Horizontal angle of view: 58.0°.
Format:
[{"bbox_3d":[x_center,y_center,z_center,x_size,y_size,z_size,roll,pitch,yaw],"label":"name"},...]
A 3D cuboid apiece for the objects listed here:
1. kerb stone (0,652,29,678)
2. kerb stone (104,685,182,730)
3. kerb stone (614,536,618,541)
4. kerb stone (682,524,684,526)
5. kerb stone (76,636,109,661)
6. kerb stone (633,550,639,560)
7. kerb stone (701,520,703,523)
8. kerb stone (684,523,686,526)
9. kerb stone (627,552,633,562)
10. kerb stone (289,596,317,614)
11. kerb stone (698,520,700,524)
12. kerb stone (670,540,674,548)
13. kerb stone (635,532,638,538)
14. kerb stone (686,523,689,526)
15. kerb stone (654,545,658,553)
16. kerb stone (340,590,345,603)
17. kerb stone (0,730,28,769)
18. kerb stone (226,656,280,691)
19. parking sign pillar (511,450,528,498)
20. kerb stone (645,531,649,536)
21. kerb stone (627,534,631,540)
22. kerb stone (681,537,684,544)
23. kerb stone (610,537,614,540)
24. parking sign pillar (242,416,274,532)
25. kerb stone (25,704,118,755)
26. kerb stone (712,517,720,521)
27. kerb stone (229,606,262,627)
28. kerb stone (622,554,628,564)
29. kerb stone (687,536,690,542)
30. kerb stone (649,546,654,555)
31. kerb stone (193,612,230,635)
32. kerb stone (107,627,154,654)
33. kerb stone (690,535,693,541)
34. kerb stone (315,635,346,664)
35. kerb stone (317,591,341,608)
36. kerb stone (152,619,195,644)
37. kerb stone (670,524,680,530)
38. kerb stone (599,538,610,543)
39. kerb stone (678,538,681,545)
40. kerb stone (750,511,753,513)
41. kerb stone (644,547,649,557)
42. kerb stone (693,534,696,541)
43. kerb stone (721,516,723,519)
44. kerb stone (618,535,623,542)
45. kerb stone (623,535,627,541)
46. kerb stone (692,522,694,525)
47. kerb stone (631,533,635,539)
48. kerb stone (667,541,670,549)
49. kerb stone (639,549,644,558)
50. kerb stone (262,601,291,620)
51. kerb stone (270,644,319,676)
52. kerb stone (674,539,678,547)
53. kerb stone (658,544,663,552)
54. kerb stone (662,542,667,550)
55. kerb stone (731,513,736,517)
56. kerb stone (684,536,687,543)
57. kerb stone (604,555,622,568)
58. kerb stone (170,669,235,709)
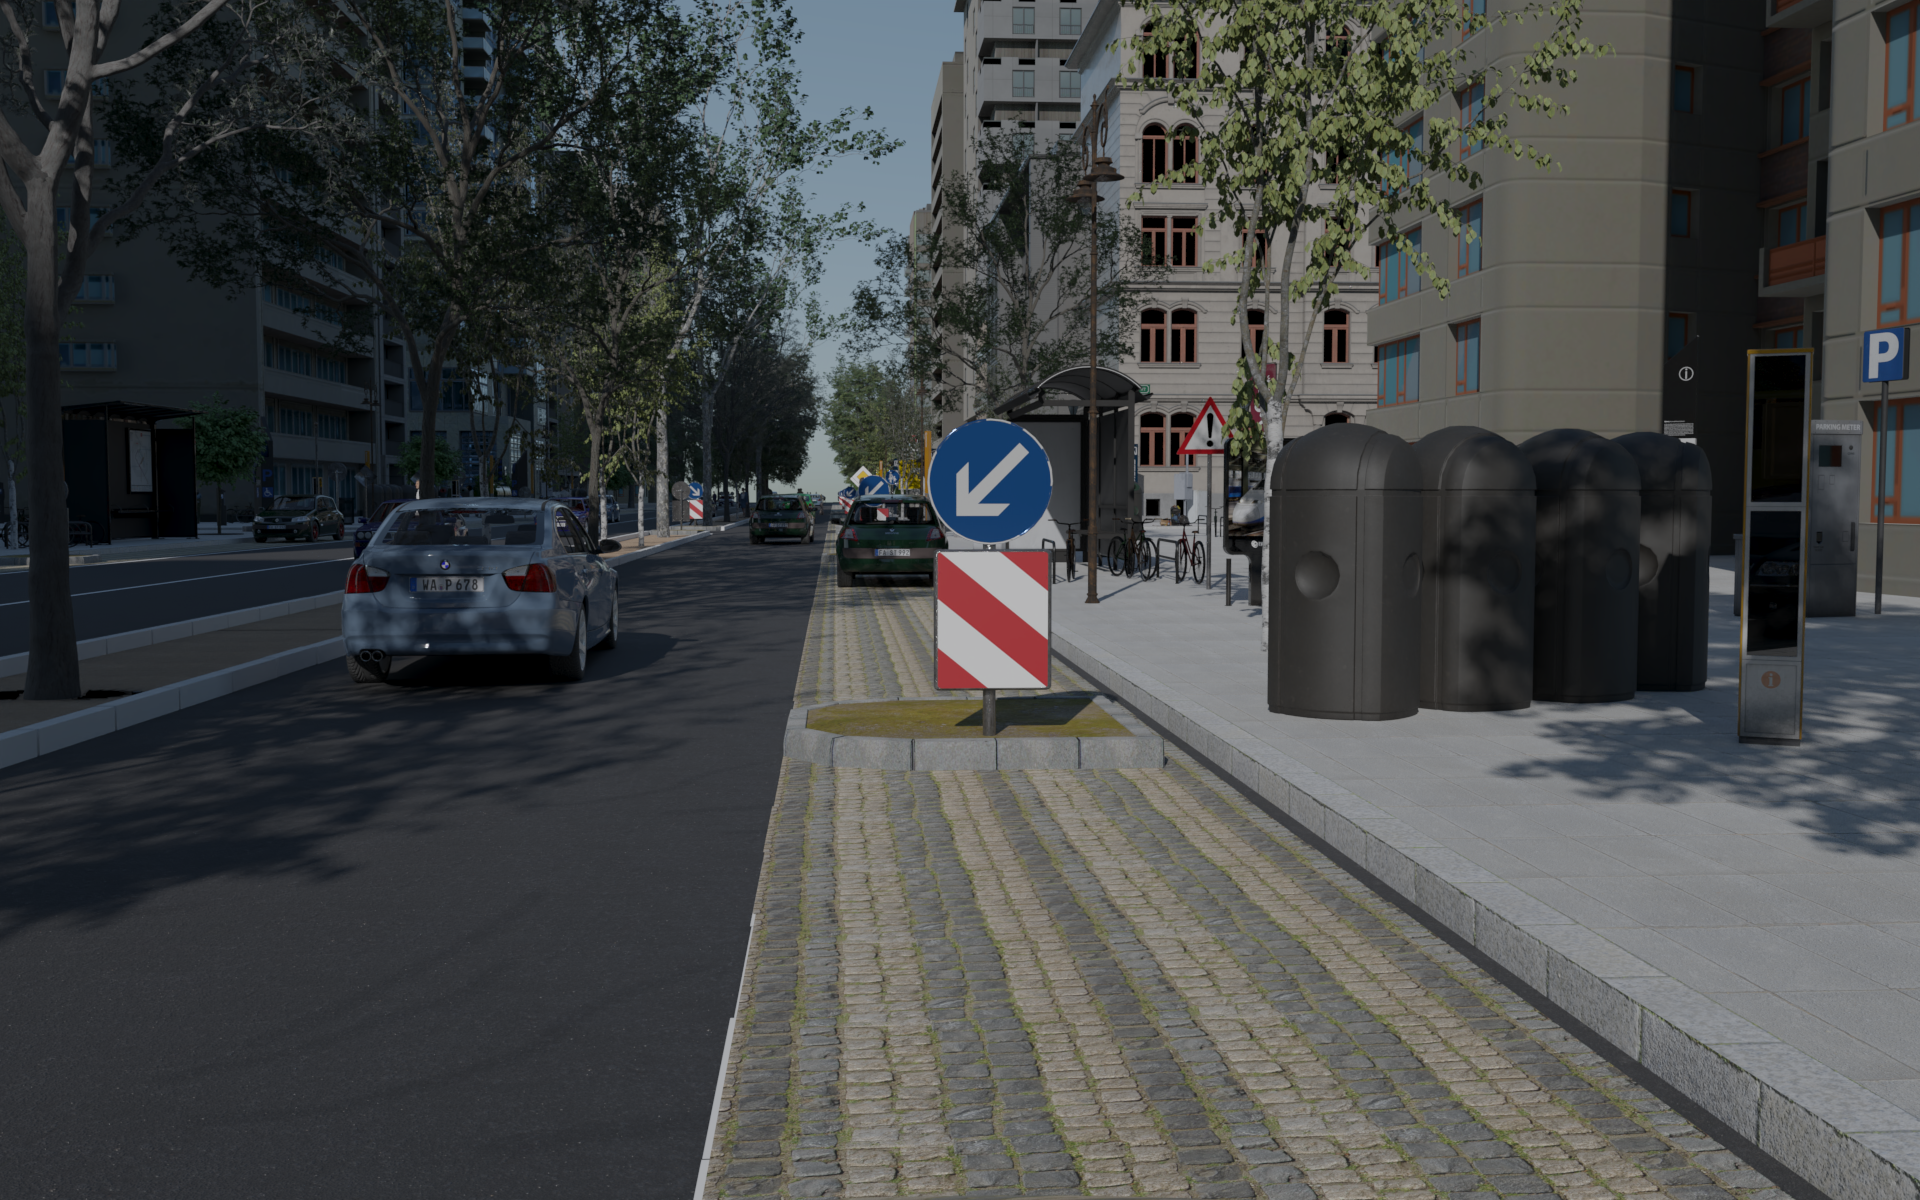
[{"bbox_3d":[-7.519,0.514,13.832,0.120,0.150,1.000,0,4,-4],"label":"kerb stone"},{"bbox_3d":[-5.209,0.685,10.995,0.120,0.150,1.000,0,4,-4],"label":"kerb stone"},{"bbox_3d":[-10.191,-1.740,50.680,0.120,0.150,1.000,0,4,-4],"label":"kerb stone"},{"bbox_3d":[-11.789,-3.088,72.728,0.120,0.150,1.000,0,4,-4],"label":"kerb stone"},{"bbox_3d":[-7.597,0.449,14.856,0.120,0.150,1.000,0,4,-4],"label":"kerb stone"},{"bbox_3d":[-7.139,-0.940,37.580,0.120,0.150,1.000,0,4,-4],"label":"kerb stone"},{"bbox_3d":[-12.676,-3.837,84.995,0.120,0.150,1.000,0,4,-4],"label":"kerb stone"},{"bbox_3d":[-11.859,-3.147,73.755,0.120,0.150,1.000,0,4,-4],"label":"kerb stone"},{"bbox_3d":[-7.067,-0.879,36.560,0.120,0.150,1.000,0,4,-4],"label":"kerb stone"},{"bbox_3d":[-8.034,0.073,20.995,0.120,0.150,1.000,0,4,-4],"label":"kerb stone"},{"bbox_3d":[-12.376,-3.587,80.908,0.120,0.150,1.000,0,4,-4],"label":"kerb stone"},{"bbox_3d":[-7.729,-1.441,45.757,0.120,0.150,1.000,0,4,-4],"label":"kerb stone"},{"bbox_3d":[-10.561,-2.052,55.798,0.120,0.150,1.000,0,4,-4],"label":"kerb stone"},{"bbox_3d":[-11.933,-3.211,74.775,0.120,0.150,1.000,0,4,-4],"label":"kerb stone"},{"bbox_3d":[-7.429,-1.190,41.660,0.120,0.150,1.000,0,4,-4],"label":"kerb stone"},{"bbox_3d":[-8.187,-0.052,23.051,0.120,0.150,1.000,0,4,-4],"label":"kerb stone"},{"bbox_3d":[-5.060,0.812,8.948,0.120,0.150,1.000,0,4,-4],"label":"kerb stone"},{"bbox_3d":[-5.360,0.561,13.037,0.120,0.150,1.000,0,4,-4],"label":"kerb stone"},{"bbox_3d":[-26.846,-7.162,105.572,1.447,3.967,1.447,1,4,14],"label":"parking sign pillar"},{"bbox_3d":[-10.770,-2.243,58.869,0.120,0.150,1.000,0,4,-4],"label":"kerb stone"},{"bbox_3d":[-10.415,-1.930,53.750,0.120,0.150,1.000,0,4,-4],"label":"kerb stone"},{"bbox_3d":[-7.953,-1.629,48.821,0.120,0.150,1.000,0,4,-4],"label":"kerb stone"},{"bbox_3d":[-10.115,-1.676,49.660,0.120,0.150,1.000,0,4,-4],"label":"kerb stone"},{"bbox_3d":[-23.915,-4.342,59.472,1.447,3.967,1.447,-2,4,-33],"label":"parking sign pillar"},{"bbox_3d":[-5.136,0.750,9.976,0.120,0.150,1.000,0,4,-4],"label":"kerb stone"},{"bbox_3d":[-13.414,-4.466,95.207,0.120,0.150,1.000,0,4,-4],"label":"kerb stone"},{"bbox_3d":[-7.891,0.199,18.948,0.120,0.150,1.000,0,4,-4],"label":"kerb stone"},{"bbox_3d":[-6.984,-0.816,35.540,0.120,0.150,1.000,0,4,-4],"label":"kerb stone"},{"bbox_3d":[-8.101,-1.752,50.861,0.120,0.150,1.000,0,4,-4],"label":"kerb stone"},{"bbox_3d":[-7.356,-1.128,40.640,0.120,0.150,1.000,0,4,-4],"label":"kerb stone"},{"bbox_3d":[-7.814,0.261,17.926,0.120,0.150,1.000,0,4,-4],"label":"kerb stone"},{"bbox_3d":[-7.672,0.387,15.882,0.120,0.150,1.000,0,4,-4],"label":"kerb stone"},{"bbox_3d":[-8.173,-1.816,51.880,0.120,0.150,1.000,0,4,-4],"label":"kerb stone"},{"bbox_3d":[-5.508,0.438,15.095,0.120,0.150,1.000,0,4,-4],"label":"kerb stone"},{"bbox_3d":[-8.105,0.016,22.020,0.120,0.150,1.000,0,4,-4],"label":"kerb stone"},{"bbox_3d":[-7.742,0.325,16.902,0.120,0.150,1.000,0,4,-4],"label":"kerb stone"},{"bbox_3d":[-11.638,-2.966,70.683,0.120,0.150,1.000,0,4,-4],"label":"kerb stone"},{"bbox_3d":[-10.036,-1.617,48.634,0.120,0.150,1.000,0,4,-4],"label":"kerb stone"},{"bbox_3d":[-7.873,-1.565,47.801,0.120,0.150,1.000,0,4,-4],"label":"kerb stone"},{"bbox_3d":[-16.675,-7.216,140.179,0.120,0.150,1.000,0,4,-4],"label":"kerb stone"},{"bbox_3d":[-7.288,-1.066,39.620,0.120,0.150,1.000,0,4,-4],"label":"kerb stone"},{"bbox_3d":[-8.243,-1.878,52.902,0.120,0.150,1.000,0,4,-4],"label":"kerb stone"},{"bbox_3d":[-13.567,-4.590,97.255,0.120,0.150,1.000,0,4,-4],"label":"kerb stone"},{"bbox_3d":[-10.262,-1.805,51.709,0.120,0.150,1.000,0,4,-4],"label":"kerb stone"},{"bbox_3d":[-10.339,-1.867,52.729,0.120,0.150,1.000,0,4,-4],"label":"kerb stone"},{"bbox_3d":[-12.153,-3.403,77.846,0.120,0.150,1.000,0,4,-4],"label":"kerb stone"},{"bbox_3d":[-10.486,-1.993,54.775,0.120,0.150,1.000,0,4,-4],"label":"kerb stone"},{"bbox_3d":[-7.655,-1.378,44.729,0.120,0.150,1.000,0,4,-4],"label":"kerb stone"},{"bbox_3d":[-7.207,-1.003,38.601,0.120,0.150,1.000,0,4,-4],"label":"kerb stone"},{"bbox_3d":[-7.964,0.138,19.968,0.120,0.150,1.000,0,4,-4],"label":"kerb stone"},{"bbox_3d":[-5.442,0.497,14.069,0.120,0.150,1.000,0,4,-4],"label":"kerb stone"},{"bbox_3d":[-7.804,-1.503,46.777,0.120,0.150,1.000,0,4,-4],"label":"kerb stone"},{"bbox_3d":[-7.501,-1.251,42.686,0.120,0.150,1.000,0,4,-4],"label":"kerb stone"},{"bbox_3d":[-7.578,-1.316,43.705,0.120,0.150,1.000,0,4,-4],"label":"kerb stone"},{"bbox_3d":[-14.668,-5.526,112.576,0.120,0.150,1.000,0,4,-4],"label":"kerb stone"},{"bbox_3d":[-8.031,-1.691,49.841,0.120,0.150,1.000,0,4,-4],"label":"kerb stone"},{"bbox_3d":[-6.920,-0.754,34.519,0.120,0.150,1.000,0,4,-4],"label":"kerb stone"},{"bbox_3d":[-5.284,0.622,12.018,0.120,0.150,1.000,0,4,-4],"label":"kerb stone"}]
